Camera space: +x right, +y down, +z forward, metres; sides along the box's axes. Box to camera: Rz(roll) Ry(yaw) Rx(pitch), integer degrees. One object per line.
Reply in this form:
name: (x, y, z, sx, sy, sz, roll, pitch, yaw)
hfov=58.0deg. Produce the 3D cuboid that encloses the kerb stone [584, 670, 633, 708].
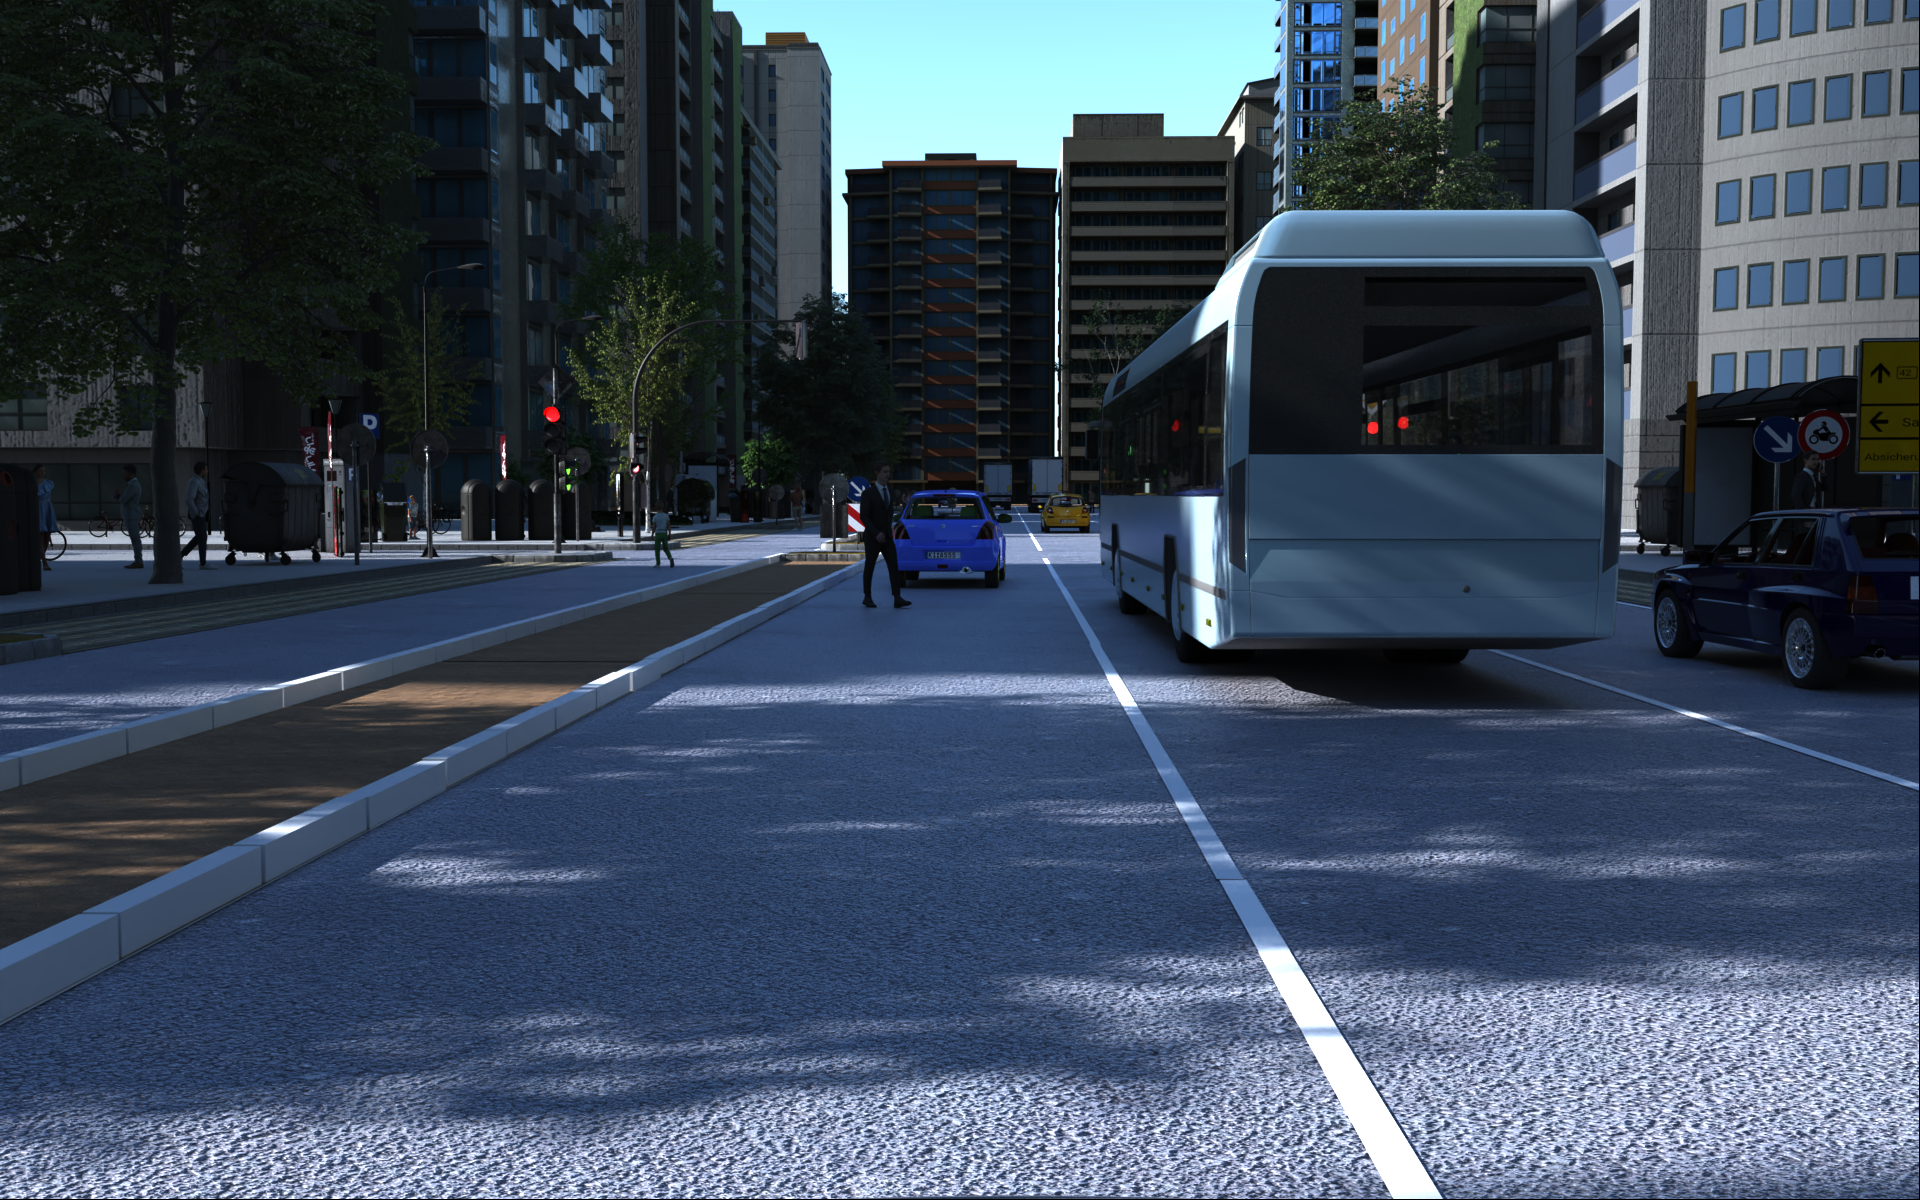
kerb stone: (-2.451, 0.625, 11.981, 0.120, 0.150, 1.000, 0, 4, 2)

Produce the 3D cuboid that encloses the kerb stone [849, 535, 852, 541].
kerb stone: (-3.444, -1.849, 52.488, 0.120, 0.150, 1.000, 0, 4, 2)

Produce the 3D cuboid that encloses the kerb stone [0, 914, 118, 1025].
kerb stone: (-2.643, 1.064, 4.792, 0.120, 0.150, 1.000, 0, 4, 2)

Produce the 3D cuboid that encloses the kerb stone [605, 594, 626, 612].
kerb stone: (-4.298, 0.057, 21.267, 0.120, 0.150, 1.000, 0, 4, 2)

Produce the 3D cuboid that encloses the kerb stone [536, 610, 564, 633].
kerb stone: (-4.380, 0.245, 18.195, 0.120, 0.150, 1.000, 0, 4, 2)

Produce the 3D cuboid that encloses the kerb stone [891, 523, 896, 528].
kerb stone: (-2.828, -3.231, 75.029, 0.120, 0.150, 1.000, 0, 4, 2)

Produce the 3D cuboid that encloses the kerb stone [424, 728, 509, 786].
kerb stone: (-2.535, 0.813, 8.899, 0.120, 0.150, 1.000, 0, 4, 2)

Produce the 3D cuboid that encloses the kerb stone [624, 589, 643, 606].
kerb stone: (-4.275, -0.006, 22.289, 0.120, 0.150, 1.000, 0, 4, 2)

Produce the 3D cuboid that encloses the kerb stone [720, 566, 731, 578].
kerb stone: (-4.077, -0.445, 29.479, 0.120, 0.150, 1.000, 0, 4, 2)

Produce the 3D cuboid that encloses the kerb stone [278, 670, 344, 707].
kerb stone: (-4.547, 0.627, 12.033, 0.120, 0.150, 1.000, 0, 4, 2)

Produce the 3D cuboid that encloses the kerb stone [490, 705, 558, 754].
kerb stone: (-2.511, 0.751, 9.923, 0.120, 0.150, 1.000, 0, 4, 2)

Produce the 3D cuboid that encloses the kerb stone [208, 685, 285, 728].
kerb stone: (-4.573, 0.689, 11.008, 0.120, 0.150, 1.000, 0, 4, 2)

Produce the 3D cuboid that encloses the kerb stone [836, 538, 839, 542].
kerb stone: (-3.551, -1.603, 48.400, 0.120, 0.150, 1.000, 0, 4, 2)

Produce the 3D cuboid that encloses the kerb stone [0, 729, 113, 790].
kerb stone: (-4.629, 0.809, 8.965, 0.120, 0.150, 1.000, 0, 4, 2)

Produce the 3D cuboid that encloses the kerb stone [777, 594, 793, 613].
kerb stone: (-2.196, 0.061, 21.217, 0.120, 0.150, 1.000, 0, 4, 2)

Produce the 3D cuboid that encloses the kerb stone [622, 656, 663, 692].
kerb stone: (-2.409, 0.564, 13.007, 0.120, 0.150, 1.000, 0, 4, 2)

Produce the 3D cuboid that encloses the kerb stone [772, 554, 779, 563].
kerb stone: (-3.899, -0.821, 35.618, 0.120, 0.150, 1.000, 0, 4, 2)

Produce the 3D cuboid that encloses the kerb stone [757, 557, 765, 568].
kerb stone: (-3.957, -0.696, 33.571, 0.120, 0.150, 1.000, 0, 4, 2)

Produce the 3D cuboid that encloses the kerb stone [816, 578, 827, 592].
kerb stone: (-2.093, -0.192, 25.328, 0.120, 0.150, 1.000, 0, 4, 2)

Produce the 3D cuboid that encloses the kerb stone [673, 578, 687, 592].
kerb stone: (-4.183, -0.194, 25.362, 0.120, 0.150, 1.000, 0, 4, 2)

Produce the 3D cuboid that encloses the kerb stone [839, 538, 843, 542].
kerb stone: (-3.531, -1.663, 49.422, 0.120, 0.150, 1.000, 0, 4, 2)

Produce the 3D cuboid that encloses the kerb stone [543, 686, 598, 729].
kerb stone: (-2.481, 0.692, 10.952, 0.120, 0.150, 1.000, 0, 4, 2)

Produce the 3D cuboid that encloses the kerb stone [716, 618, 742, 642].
kerb stone: (-2.311, 0.311, 17.107, 0.120, 0.150, 1.000, 0, 4, 2)

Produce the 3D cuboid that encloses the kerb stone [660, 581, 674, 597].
kerb stone: (-4.210, -0.130, 24.336, 0.120, 0.150, 1.000, 0, 4, 2)

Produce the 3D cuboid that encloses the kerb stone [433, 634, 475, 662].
kerb stone: (-4.465, 0.435, 15.115, 0.120, 0.150, 1.000, 0, 4, 2)

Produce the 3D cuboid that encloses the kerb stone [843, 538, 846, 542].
kerb stone: (-3.495, -1.728, 50.444, 0.120, 0.150, 1.000, 0, 4, 2)

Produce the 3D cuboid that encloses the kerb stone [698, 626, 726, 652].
kerb stone: (-2.336, 0.380, 16.083, 0.120, 0.150, 1.000, 0, 4, 2)

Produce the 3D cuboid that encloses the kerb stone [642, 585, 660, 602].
kerb stone: (-4.239, -0.068, 23.315, 0.120, 0.150, 1.000, 0, 4, 2)

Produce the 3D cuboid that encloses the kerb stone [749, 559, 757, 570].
kerb stone: (-3.987, -0.630, 32.550, 0.120, 0.150, 1.000, 0, 4, 2)

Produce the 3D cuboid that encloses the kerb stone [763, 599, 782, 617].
kerb stone: (-2.231, 0.123, 20.186, 0.120, 0.150, 1.000, 0, 4, 2)

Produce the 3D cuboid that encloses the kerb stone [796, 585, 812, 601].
kerb stone: (-2.143, -0.066, 23.275, 0.120, 0.150, 1.000, 0, 4, 2)

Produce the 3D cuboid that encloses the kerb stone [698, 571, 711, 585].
kerb stone: (-4.122, -0.318, 27.429, 0.120, 0.150, 1.000, 0, 4, 2)

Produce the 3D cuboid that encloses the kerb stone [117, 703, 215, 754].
kerb stone: (-4.599, 0.747, 9.986, 0.120, 0.150, 1.000, 0, 4, 2)

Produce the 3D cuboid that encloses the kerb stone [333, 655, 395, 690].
kerb stone: (-4.515, 0.559, 13.054, 0.120, 0.150, 1.000, 0, 4, 2)

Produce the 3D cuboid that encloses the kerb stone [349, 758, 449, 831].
kerb stone: (-2.558, 0.882, 7.871, 0.120, 0.150, 1.000, 0, 4, 2)

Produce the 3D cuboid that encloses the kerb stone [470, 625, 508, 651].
kerb stone: (-4.440, 0.370, 16.141, 0.120, 0.150, 1.000, 0, 4, 2)

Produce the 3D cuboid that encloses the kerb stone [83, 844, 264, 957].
kerb stone: (-2.619, 1.002, 5.814, 0.120, 0.150, 1.000, 0, 4, 2)

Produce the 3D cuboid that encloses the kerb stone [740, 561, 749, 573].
kerb stone: (-4.015, -0.570, 31.522, 0.120, 0.150, 1.000, 0, 4, 2)

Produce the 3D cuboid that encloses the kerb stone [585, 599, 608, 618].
kerb stone: (-4.323, 0.123, 20.238, 0.120, 0.150, 1.000, 0, 4, 2)

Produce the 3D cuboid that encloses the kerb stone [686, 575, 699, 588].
kerb stone: (-4.161, -0.256, 26.385, 0.120, 0.150, 1.000, 0, 4, 2)

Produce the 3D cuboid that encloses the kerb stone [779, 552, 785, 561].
kerb stone: (-3.876, -0.882, 36.640, 0.120, 0.150, 1.000, 0, 4, 2)

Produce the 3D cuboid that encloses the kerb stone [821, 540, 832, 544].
kerb stone: (-3.611, -1.478, 46.355, 0.120, 0.150, 1.000, 0, 4, 2)

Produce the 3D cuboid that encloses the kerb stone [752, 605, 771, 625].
kerb stone: (-2.250, 0.193, 19.162, 0.120, 0.150, 1.000, 0, 4, 2)

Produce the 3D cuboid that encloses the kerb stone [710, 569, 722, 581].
kerb stone: (-4.100, -0.383, 28.457, 0.120, 0.150, 1.000, 0, 4, 2)

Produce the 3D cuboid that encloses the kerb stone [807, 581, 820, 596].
kerb stone: (-2.116, -0.127, 24.304, 0.120, 0.150, 1.000, 0, 4, 2)

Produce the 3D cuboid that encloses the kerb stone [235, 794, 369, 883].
kerb stone: (-2.589, 0.939, 6.842, 0.120, 0.150, 1.000, 0, 4, 2)

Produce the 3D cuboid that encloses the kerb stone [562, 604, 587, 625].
kerb stone: (-4.353, 0.182, 19.217, 0.120, 0.150, 1.000, 0, 4, 2)

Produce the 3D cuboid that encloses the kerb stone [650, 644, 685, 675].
kerb stone: (-2.398, 0.499, 14.029, 0.120, 0.150, 1.000, 0, 4, 2)

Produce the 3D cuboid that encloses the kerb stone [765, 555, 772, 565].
kerb stone: (-3.936, -0.757, 34.597, 0.120, 0.150, 1.000, 0, 4, 2)

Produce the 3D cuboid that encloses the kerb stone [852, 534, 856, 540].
kerb stone: (-3.406, -1.915, 53.509, 0.120, 0.150, 1.000, 0, 4, 2)

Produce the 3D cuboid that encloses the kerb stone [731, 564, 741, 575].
kerb stone: (-4.046, -0.507, 30.501, 0.120, 0.150, 1.000, 0, 4, 2)

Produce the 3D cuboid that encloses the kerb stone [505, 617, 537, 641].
kerb stone: (-4.412, 0.307, 17.171, 0.120, 0.150, 1.000, 0, 4, 2)

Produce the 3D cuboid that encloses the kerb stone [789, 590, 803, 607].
kerb stone: (-2.163, 0.001, 22.250, 0.120, 0.150, 1.000, 0, 4, 2)

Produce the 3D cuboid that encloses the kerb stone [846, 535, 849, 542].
kerb stone: (-3.468, -1.790, 51.466, 0.120, 0.150, 1.000, 0, 4, 2)

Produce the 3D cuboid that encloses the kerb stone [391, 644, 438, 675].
kerb stone: (-4.493, 0.498, 14.091, 0.120, 0.150, 1.000, 0, 4, 2)

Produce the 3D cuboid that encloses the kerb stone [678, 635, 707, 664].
kerb stone: (-2.367, 0.442, 15.055, 0.120, 0.150, 1.000, 0, 4, 2)

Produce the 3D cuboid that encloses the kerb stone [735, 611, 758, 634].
kerb stone: (-2.279, 0.248, 18.134, 0.120, 0.150, 1.000, 0, 4, 2)
